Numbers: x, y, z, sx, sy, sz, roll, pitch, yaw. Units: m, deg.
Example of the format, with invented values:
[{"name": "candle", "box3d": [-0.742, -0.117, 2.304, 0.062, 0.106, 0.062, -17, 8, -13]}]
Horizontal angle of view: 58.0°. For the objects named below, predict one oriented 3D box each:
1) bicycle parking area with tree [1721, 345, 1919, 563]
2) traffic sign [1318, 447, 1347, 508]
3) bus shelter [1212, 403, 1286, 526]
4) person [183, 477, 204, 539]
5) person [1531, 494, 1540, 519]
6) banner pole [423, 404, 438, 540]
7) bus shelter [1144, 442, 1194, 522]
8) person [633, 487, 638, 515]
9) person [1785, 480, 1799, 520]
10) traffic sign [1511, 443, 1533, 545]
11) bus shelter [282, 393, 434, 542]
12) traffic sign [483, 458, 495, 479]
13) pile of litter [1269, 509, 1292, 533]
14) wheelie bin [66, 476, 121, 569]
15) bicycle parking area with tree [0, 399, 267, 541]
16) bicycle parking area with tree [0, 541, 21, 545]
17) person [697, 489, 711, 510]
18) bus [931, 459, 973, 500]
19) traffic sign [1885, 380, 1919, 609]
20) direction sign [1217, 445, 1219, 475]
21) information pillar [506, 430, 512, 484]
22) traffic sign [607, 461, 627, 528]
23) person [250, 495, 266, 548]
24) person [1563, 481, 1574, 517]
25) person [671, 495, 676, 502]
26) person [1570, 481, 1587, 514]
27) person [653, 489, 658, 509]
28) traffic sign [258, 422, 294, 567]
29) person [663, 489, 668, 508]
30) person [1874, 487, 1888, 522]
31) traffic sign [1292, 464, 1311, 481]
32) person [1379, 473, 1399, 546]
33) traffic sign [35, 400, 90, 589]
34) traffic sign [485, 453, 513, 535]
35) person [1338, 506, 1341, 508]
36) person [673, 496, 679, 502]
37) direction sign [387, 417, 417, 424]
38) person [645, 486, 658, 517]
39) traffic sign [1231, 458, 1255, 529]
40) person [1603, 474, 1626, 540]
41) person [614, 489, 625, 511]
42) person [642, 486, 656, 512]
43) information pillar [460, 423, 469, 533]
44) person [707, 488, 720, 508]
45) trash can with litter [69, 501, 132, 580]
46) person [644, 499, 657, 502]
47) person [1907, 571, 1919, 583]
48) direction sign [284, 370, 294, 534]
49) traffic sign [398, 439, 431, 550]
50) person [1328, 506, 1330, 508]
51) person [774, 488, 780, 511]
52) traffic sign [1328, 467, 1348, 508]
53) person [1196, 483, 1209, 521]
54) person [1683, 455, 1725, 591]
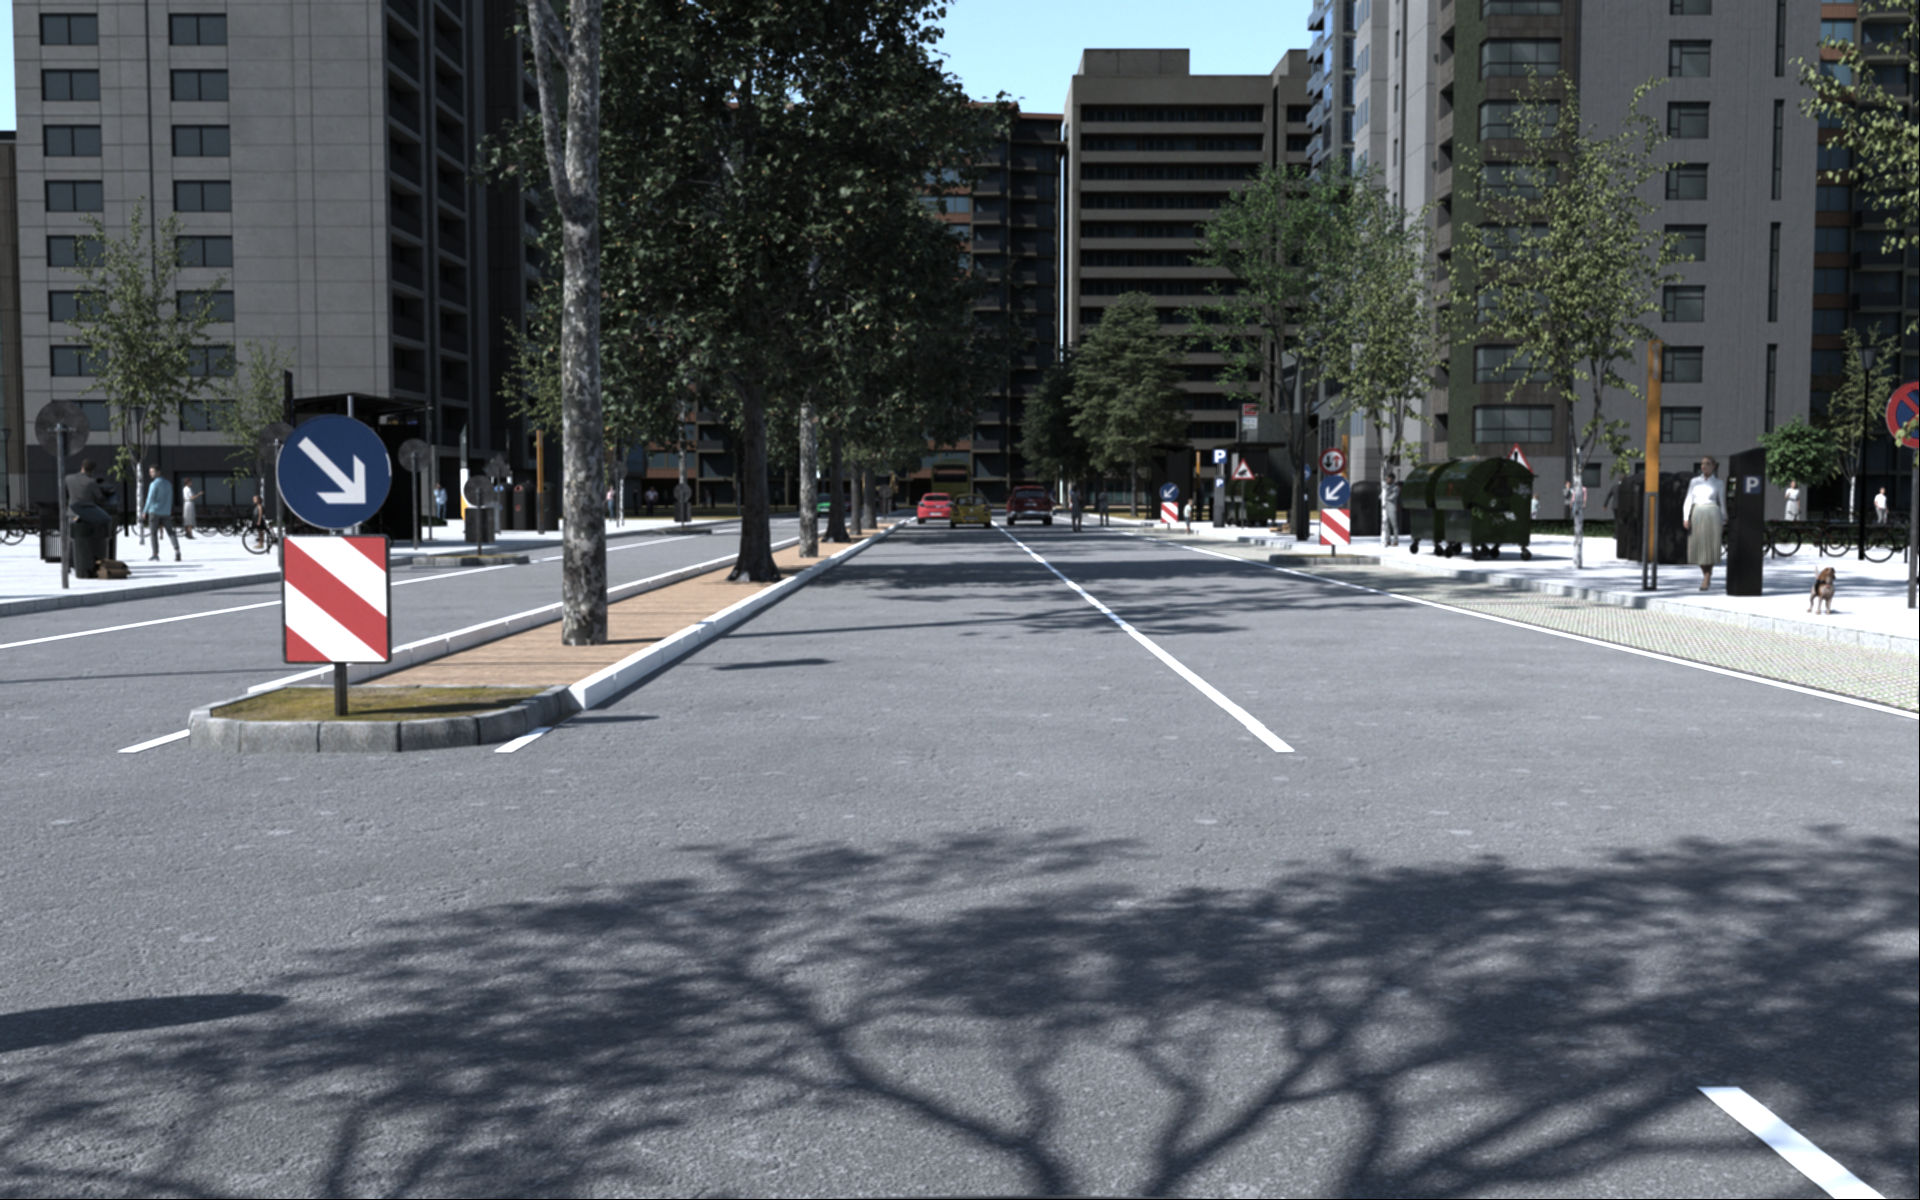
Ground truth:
[{"name": "bicycle parking area with tree", "box3d": [19.578, -2.945, 35.156, 8.231, 4.147, 9.016, -1, 4, -22]}, {"name": "traffic sign", "box3d": [10.136, -2.881, 47.218, 0.768, 2.556, 0.104, 0, 4, 4]}, {"name": "bus shelter", "box3d": [12.127, -5.909, 74.236, 2.179, 5.291, 8.768, 0, 3, 0]}, {"name": "person", "box3d": [-21.860, -2.613, 49.336, 0.480, 1.755, 0.524, 3, 5, 44]}, {"name": "person", "box3d": [20.530, -3.165, 62.066, 0.425, 1.301, 0.394, -1, 4, -23]}, {"name": "banner pole", "box3d": [-14.751, -3.560, 48.230, 0.401, 3.779, 0.863, -1, 4, -10]}, {"name": "bus shelter", "box3d": [9.838, -5.529, 81.684, 1.731, 3.624, 6.357, 0, 3, 0]}, {"name": "person", "box3d": [-19.885, -6.047, 105.706, 0.445, 1.727, 0.742, -3, 4, -37]}, {"name": "person", "box3d": [28.682, -3.244, 59.648, 0.480, 1.755, 0.524, 0, 4, 6]}, {"name": "traffic sign", "box3d": [14.074, -2.687, 43.930, 0.884, 2.594, 0.081, 0, 4, 1]}, {"name": "bus shelter", "box3d": [-14.881, -3.176, 43.211, 1.731, 3.624, 6.357, 0, 4, 0]}, {"name": "traffic sign", "box3d": [-17.052, -3.882, 63.203, 0.795, 2.593, 0.064, 0, 4, 8]}, {"name": "pile of litter", "box3d": [10.944, -2.700, 58.105, 1.176, 0.858, 1.719, 0, 4, 8]}, {"name": "wheelie bin", "box3d": [-14.856, -1.337, 29.760, 0.693, 1.594, 0.980, 0, 4, 2]}, {"name": "bicycle parking area with tree", "box3d": [-25.899, -4.131, 54.551, 9.016, 4.147, 8.231, 0, 4, -7]}, {"name": "bicycle parking area with tree", "box3d": [-28.449, -3.352, 41.809, 8.231, 4.147, 9.016, 3, 4, 39]}, {"name": "person", "box3d": [-21.110, -8.336, 143.054, 1.217, 1.743, 0.721, -1, 4, -17]}, {"name": "bus", "box3d": [-0.557, -7.907, 120.824, 2.896, 3.916, 12.252, 0, 4, 1]}, {"name": "traffic sign", "box3d": [10.680, -1.177, 19.353, 0.768, 2.556, 0.104, 0, 4, 1]}, {"name": "direction sign", "box3d": [12.209, -5.405, 80.371, 0.876, 3.537, 0.379, -3, 5, -39]}, {"name": "information pillar", "box3d": [-16.315, -4.366, 62.743, 0.183, 3.616, 0.504, -2, 4, -26]}, {"name": "traffic sign", "box3d": [-13.099, -4.045, 66.235, 0.768, 2.556, 0.104, 0, 4, 1]}, {"name": "person", "box3d": [-16.603, -1.850, 40.955, 0.373, 1.253, 0.362, -2, 4, -35]}, {"name": "person", "box3d": [23.734, -3.735, 67.295, 0.592, 1.802, 0.473, 0, 4, 7]}, {"name": "person", "box3d": [-20.420, -7.211, 124.728, 0.721, 1.735, 1.217, -3, 5, -43]}, {"name": "person", "box3d": [21.559, -3.324, 60.400, 0.555, 1.821, 0.388, 2, 4, 32]}, {"name": "person", "box3d": [-26.836, -8.891, 152.351, 0.436, 1.711, 0.756, 1, 4, 21]}, {"name": "traffic sign", "box3d": [-11.988, -1.858, 30.489, 0.768, 2.556, 0.104, 0, 4, 6]}, {"name": "person", "box3d": [-26.584, -9.123, 155.739, 0.750, 1.759, 0.617, 2, 4, 25]}, {"name": "person", "box3d": [30.870, -3.016, 57.951, 0.523, 1.515, 0.503, 3, 5, 44]}, {"name": "traffic sign", "box3d": [13.936, -4.321, 70.755, 0.768, 2.556, 0.104, 0, 4, 8]}, {"name": "person", "box3d": [10.586, -2.237, 42.800, 0.466, 1.800, 0.511, -3, 5, -44]}, {"name": "traffic sign", "box3d": [-12.157, -1.428, 23.459, 0.768, 2.556, 0.104, 0, 4, 4]}, {"name": "traffic sign", "box3d": [-14.465, -3.324, 54.352, 0.884, 2.594, 0.081, 0, 4, 1]}, {"name": "person", "box3d": [17.287, -4.501, 78.995, 0.474, 1.900, 0.648, 3, 5, 39]}, {"name": "person", "box3d": [-16.698, -5.790, 102.175, 0.415, 1.643, 0.593, -2, 4, -29]}, {"name": "direction sign", "box3d": [-16.313, -3.595, 50.777, 0.876, 3.537, 0.379, -1, 4, -18]}, {"name": "person", "box3d": [-17.247, -5.499, 96.884, 0.756, 1.711, 0.436, -1, 4, -18]}, {"name": "traffic sign", "box3d": [10.280, -3.851, 62.961, 0.884, 2.594, 0.081, 0, 4, 1]}, {"name": "person", "box3d": [18.561, -2.623, 48.708, 0.755, 1.850, 0.659, -3, 5, -39]}, {"name": "person", "box3d": [-25.715, -7.580, 130.709, 1.217, 1.736, 0.721, 3, 4, 37]}, {"name": "person", "box3d": [-21.951, -7.109, 122.276, 0.705, 1.824, 1.348, 3, 5, 45]}, {"name": "information pillar", "box3d": [-16.316, -4.022, 57.117, 0.183, 3.616, 0.504, -3, 5, -41]}, {"name": "person", "box3d": [-22.013, -9.078, 154.436, 1.348, 1.831, 0.705, 2, 4, 27]}, {"name": "trash can with litter", "box3d": [-13.003, -0.912, 26.294, 1.055, 1.170, 0.624, 2, 4, 29]}, {"name": "person", "box3d": [-22.341, -7.060, 124.741, 1.065, 1.426, 0.557, -3, 5, -39]}, {"name": "person", "box3d": [14.088, -1.155, 24.839, 0.836, 1.842, 0.656, 3, 4, 37]}, {"name": "direction sign", "box3d": [-12.395, -2.451, 32.067, 0.379, 3.537, 0.876, -1, 4, -14]}, {"name": "traffic sign", "box3d": [-12.537, -2.429, 39.821, 0.768, 2.556, 0.104, 0, 4, 1]}, {"name": "person", "box3d": [13.961, -3.595, 65.236, 0.534, 1.772, 0.576, -1, 4, -23]}, {"name": "person", "box3d": [-13.623, -7.501, 129.473, 0.721, 1.735, 1.217, -1, 4, -17]}, {"name": "traffic sign", "box3d": [13.765, -3.864, 63.277, 0.768, 2.556, 0.104, 0, 4, 2]}, {"name": "person", "box3d": [11.354, -4.580, 81.104, 0.590, 1.801, 0.661, -1, 4, -17]}, {"name": "person", "box3d": [10.003, -1.037, 23.226, 0.478, 1.798, 0.641, 3, 5, 41]}]
